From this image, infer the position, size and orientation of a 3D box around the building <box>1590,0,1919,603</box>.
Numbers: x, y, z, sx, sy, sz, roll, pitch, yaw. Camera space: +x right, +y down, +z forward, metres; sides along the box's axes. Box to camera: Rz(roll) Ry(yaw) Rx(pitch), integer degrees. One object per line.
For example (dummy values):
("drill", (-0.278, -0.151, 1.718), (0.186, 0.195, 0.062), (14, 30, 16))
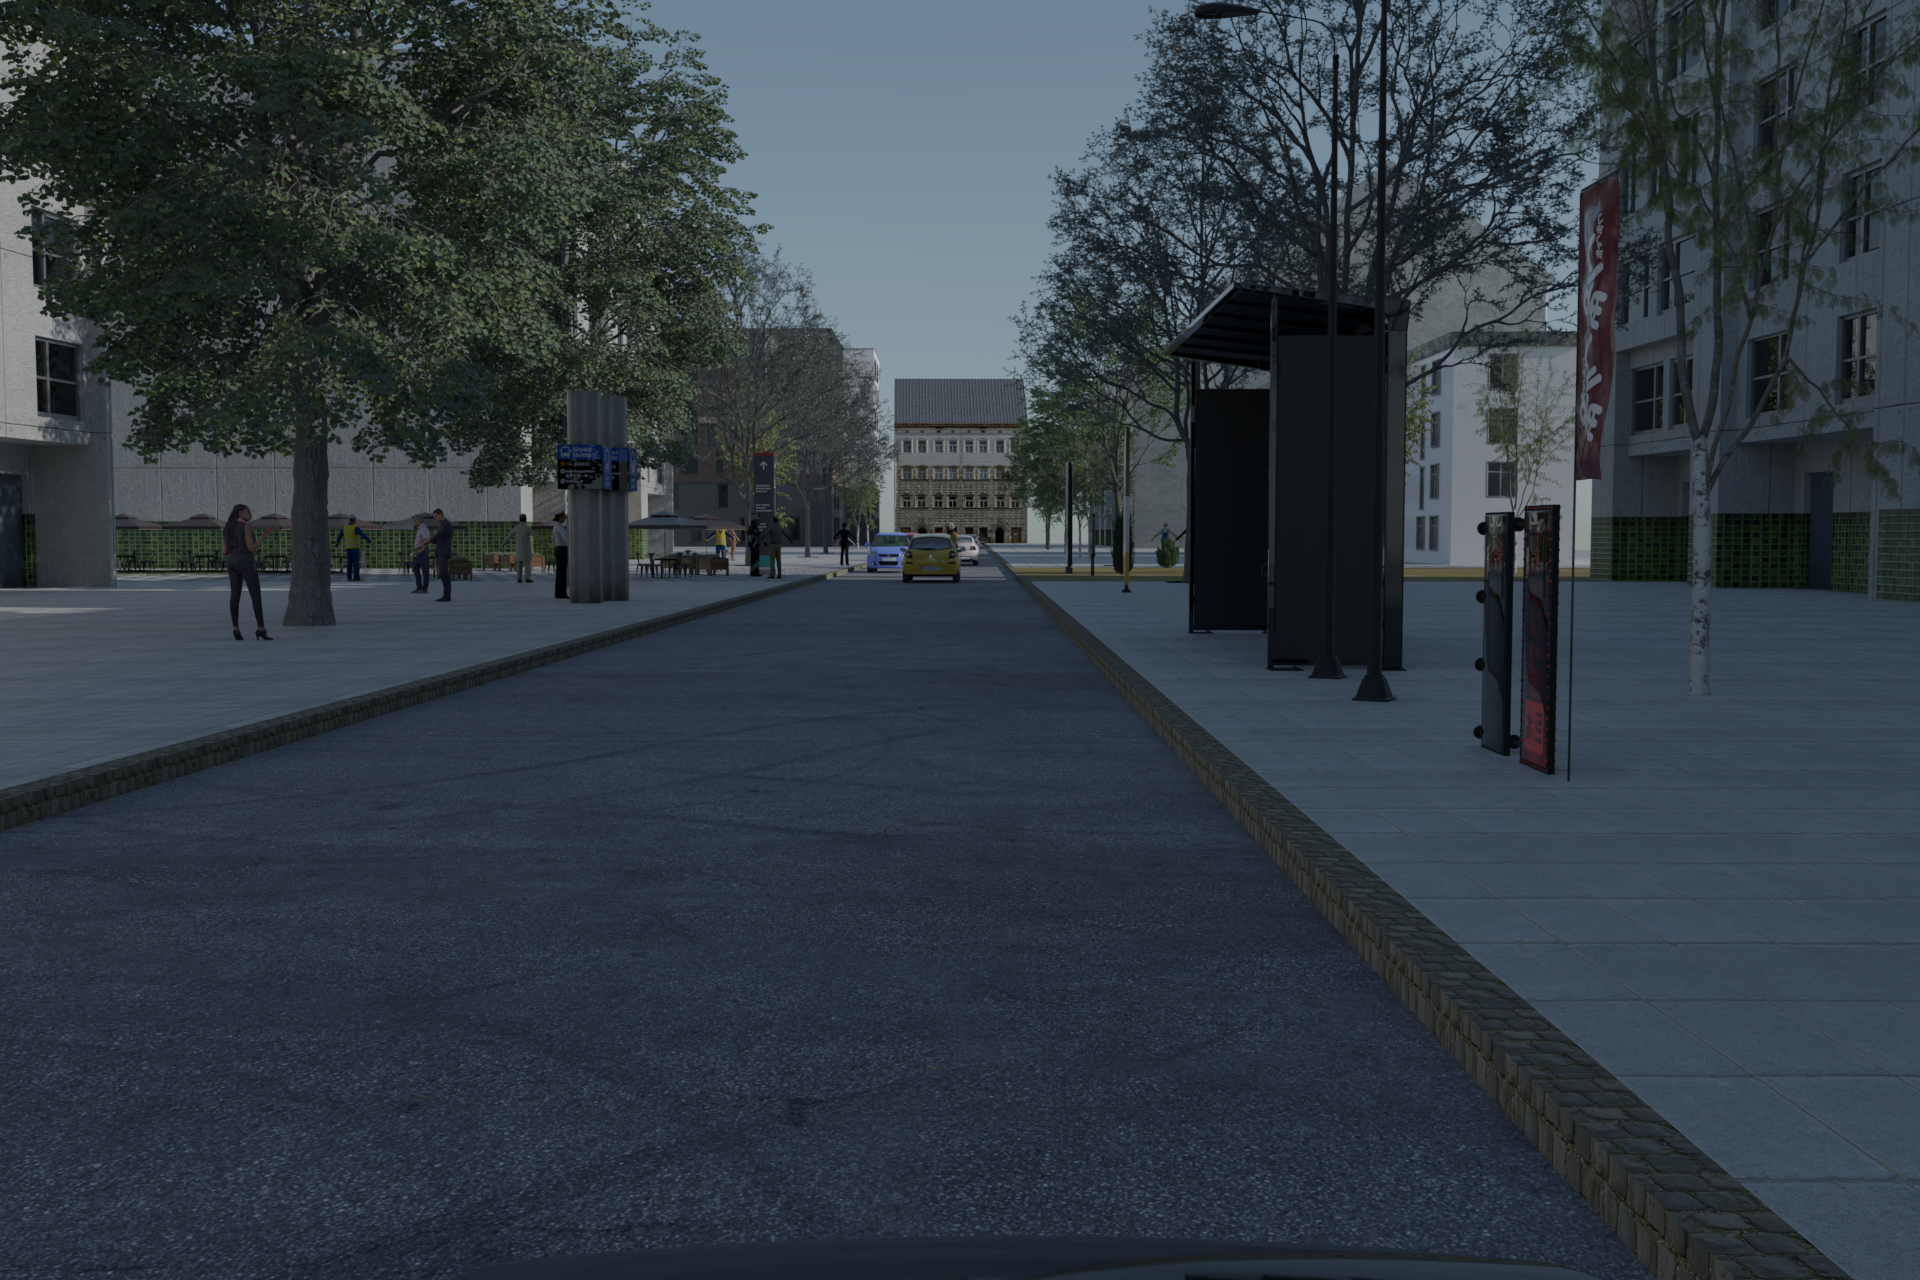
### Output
("building", (26.149, -10.183, 32.956), (16.747, 18.905, 31.486), (0, 4, 1))

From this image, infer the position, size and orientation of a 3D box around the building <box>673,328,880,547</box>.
("building", (-23.333, -21.054, 188.203), (27.936, 21.610, 32.646), (0, 4, 0))

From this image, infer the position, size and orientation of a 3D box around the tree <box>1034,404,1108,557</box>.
("tree", (6.878, -8.925, 96.285), (4.360, 8.622, 3.978), (0, 3, 0))

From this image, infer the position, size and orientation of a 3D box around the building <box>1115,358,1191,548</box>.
("building", (25.460, -20.674, 168.945), (19.493, 23.208, 18.063), (0, 4, 1))

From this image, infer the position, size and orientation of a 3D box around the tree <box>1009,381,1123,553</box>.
("tree", (7.086, -12.009, 114.467), (7.486, 12.596, 7.792), (0, 3, 0))

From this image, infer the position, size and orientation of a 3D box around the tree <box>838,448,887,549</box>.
("tree", (-7.898, -11.895, 144.839), (4.737, 8.622, 4.395), (0, 3, 0))

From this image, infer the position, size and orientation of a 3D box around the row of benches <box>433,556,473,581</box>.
("row of benches", (-14.410, -2.060, 49.137), (1.422, 0.672, 4.104), (-1, 4, -23))

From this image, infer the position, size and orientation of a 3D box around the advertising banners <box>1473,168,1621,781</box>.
("advertising banners", (3.155, -0.808, 9.406), (0.090, 3.025, 2.074), (0, 4, 0))

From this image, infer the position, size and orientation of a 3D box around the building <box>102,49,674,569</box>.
("building", (-24.365, -13.020, 79.340), (16.747, 18.905, 31.486), (0, 4, 1))

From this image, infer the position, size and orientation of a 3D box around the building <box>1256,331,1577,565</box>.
("building", (21.353, -8.791, 85.877), (9.099, 9.664, 28.070), (0, 4, 1))

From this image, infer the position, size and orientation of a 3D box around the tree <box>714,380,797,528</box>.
("tree", (-9.021, -7.815, 78.130), (4.737, 8.622, 4.395), (0, 3, 0))

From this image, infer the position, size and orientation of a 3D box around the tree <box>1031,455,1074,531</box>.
("tree", (7.655, -10.521, 122.384), (4.360, 8.622, 3.978), (0, 3, 0))

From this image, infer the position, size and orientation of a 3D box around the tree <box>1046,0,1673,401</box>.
("tree", (6.602, -7.281, 29.406), (12.009, 13.543, 11.850), (0, 3, 0))

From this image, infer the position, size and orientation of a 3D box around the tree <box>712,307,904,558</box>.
("tree", (-8.319, -11.244, 94.210), (12.009, 13.543, 11.850), (0, 3, 0))

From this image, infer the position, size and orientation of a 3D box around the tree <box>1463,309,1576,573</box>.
("tree", (18.222, -6.530, 57.131), (4.360, 8.622, 3.978), (0, 3, 0))

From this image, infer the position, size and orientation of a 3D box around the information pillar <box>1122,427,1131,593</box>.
("information pillar", (3.659, -2.856, 38.055), (0.183, 3.616, 0.504), (0, 3, 0))

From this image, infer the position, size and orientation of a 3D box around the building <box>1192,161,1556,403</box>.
("building", (25.478, -17.161, 111.505), (19.493, 23.208, 18.063), (0, 4, 1))

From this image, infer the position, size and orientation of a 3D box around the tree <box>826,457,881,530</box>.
("tree", (-8.471, -10.690, 125.142), (4.360, 8.622, 3.978), (0, 3, 0))

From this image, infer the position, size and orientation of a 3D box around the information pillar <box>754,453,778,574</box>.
("information pillar", (-6.217, -4.033, 55.323), (0.750, 3.857, 0.750), (0, 4, 0))

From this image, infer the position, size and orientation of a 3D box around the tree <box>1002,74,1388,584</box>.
("tree", (6.121, -8.236, 45.030), (12.009, 13.543, 11.850), (0, 3, 0))

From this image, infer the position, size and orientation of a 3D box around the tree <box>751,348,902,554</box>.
("tree", (-8.862, -12.345, 112.212), (12.009, 13.543, 11.850), (0, 3, 0))

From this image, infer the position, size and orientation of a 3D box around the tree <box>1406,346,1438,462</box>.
("tree", (12.794, -6.409, 55.142), (4.737, 8.622, 4.395), (0, 3, 0))

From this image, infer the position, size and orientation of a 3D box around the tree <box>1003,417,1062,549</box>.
("tree", (7.630, -13.850, 152.200), (9.928, 11.665, 9.643), (0, 3, 0))

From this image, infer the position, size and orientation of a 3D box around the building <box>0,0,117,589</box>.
("building", (-29.023, -9.753, 25.916), (16.747, 18.905, 31.486), (0, 4, 1))

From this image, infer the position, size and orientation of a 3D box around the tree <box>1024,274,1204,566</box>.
("tree", (6.277, -8.798, 69.599), (9.928, 11.665, 9.643), (0, 3, 0))

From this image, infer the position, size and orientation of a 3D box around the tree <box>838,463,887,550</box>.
("tree", (-8.247, -11.444, 137.479), (4.360, 8.622, 3.978), (0, 3, 0))

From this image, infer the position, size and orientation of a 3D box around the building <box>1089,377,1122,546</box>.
("building", (24.087, -20.081, 194.781), (16.747, 18.905, 31.486), (0, 3, 0))

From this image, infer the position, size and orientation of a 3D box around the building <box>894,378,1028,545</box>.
("building", (-0.148, -25.068, 243.238), (18.063, 23.208, 19.493), (0, 4, -2))

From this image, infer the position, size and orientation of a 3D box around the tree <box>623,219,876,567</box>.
("tree", (-8.541, -9.675, 68.560), (12.009, 13.543, 11.850), (0, 3, 0))

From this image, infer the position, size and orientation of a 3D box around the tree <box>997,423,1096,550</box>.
("tree", (7.130, -12.576, 140.035), (8.767, 10.594, 7.601), (0, 4, 1))

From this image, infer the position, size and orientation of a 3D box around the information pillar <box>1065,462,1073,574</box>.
("information pillar", (3.577, -4.005, 56.789), (0.184, 3.620, 1.656), (0, 4, 1))

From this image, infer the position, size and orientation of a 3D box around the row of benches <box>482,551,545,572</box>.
("row of benches", (-15.513, -2.736, 60.203), (1.422, 0.672, 4.104), (-3, 4, -37))

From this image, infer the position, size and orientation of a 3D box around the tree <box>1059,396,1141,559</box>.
("tree", (6.499, -8.425, 88.108), (4.360, 8.622, 3.978), (0, 3, 0))

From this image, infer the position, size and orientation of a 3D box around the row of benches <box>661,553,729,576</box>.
("row of benches", (-8.489, -2.422, 55.059), (1.422, 0.672, 4.104), (-2, 4, -32))

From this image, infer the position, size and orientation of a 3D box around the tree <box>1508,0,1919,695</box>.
("tree", (5.919, -3.884, 13.871), (4.360, 8.622, 3.978), (0, 3, 0))
